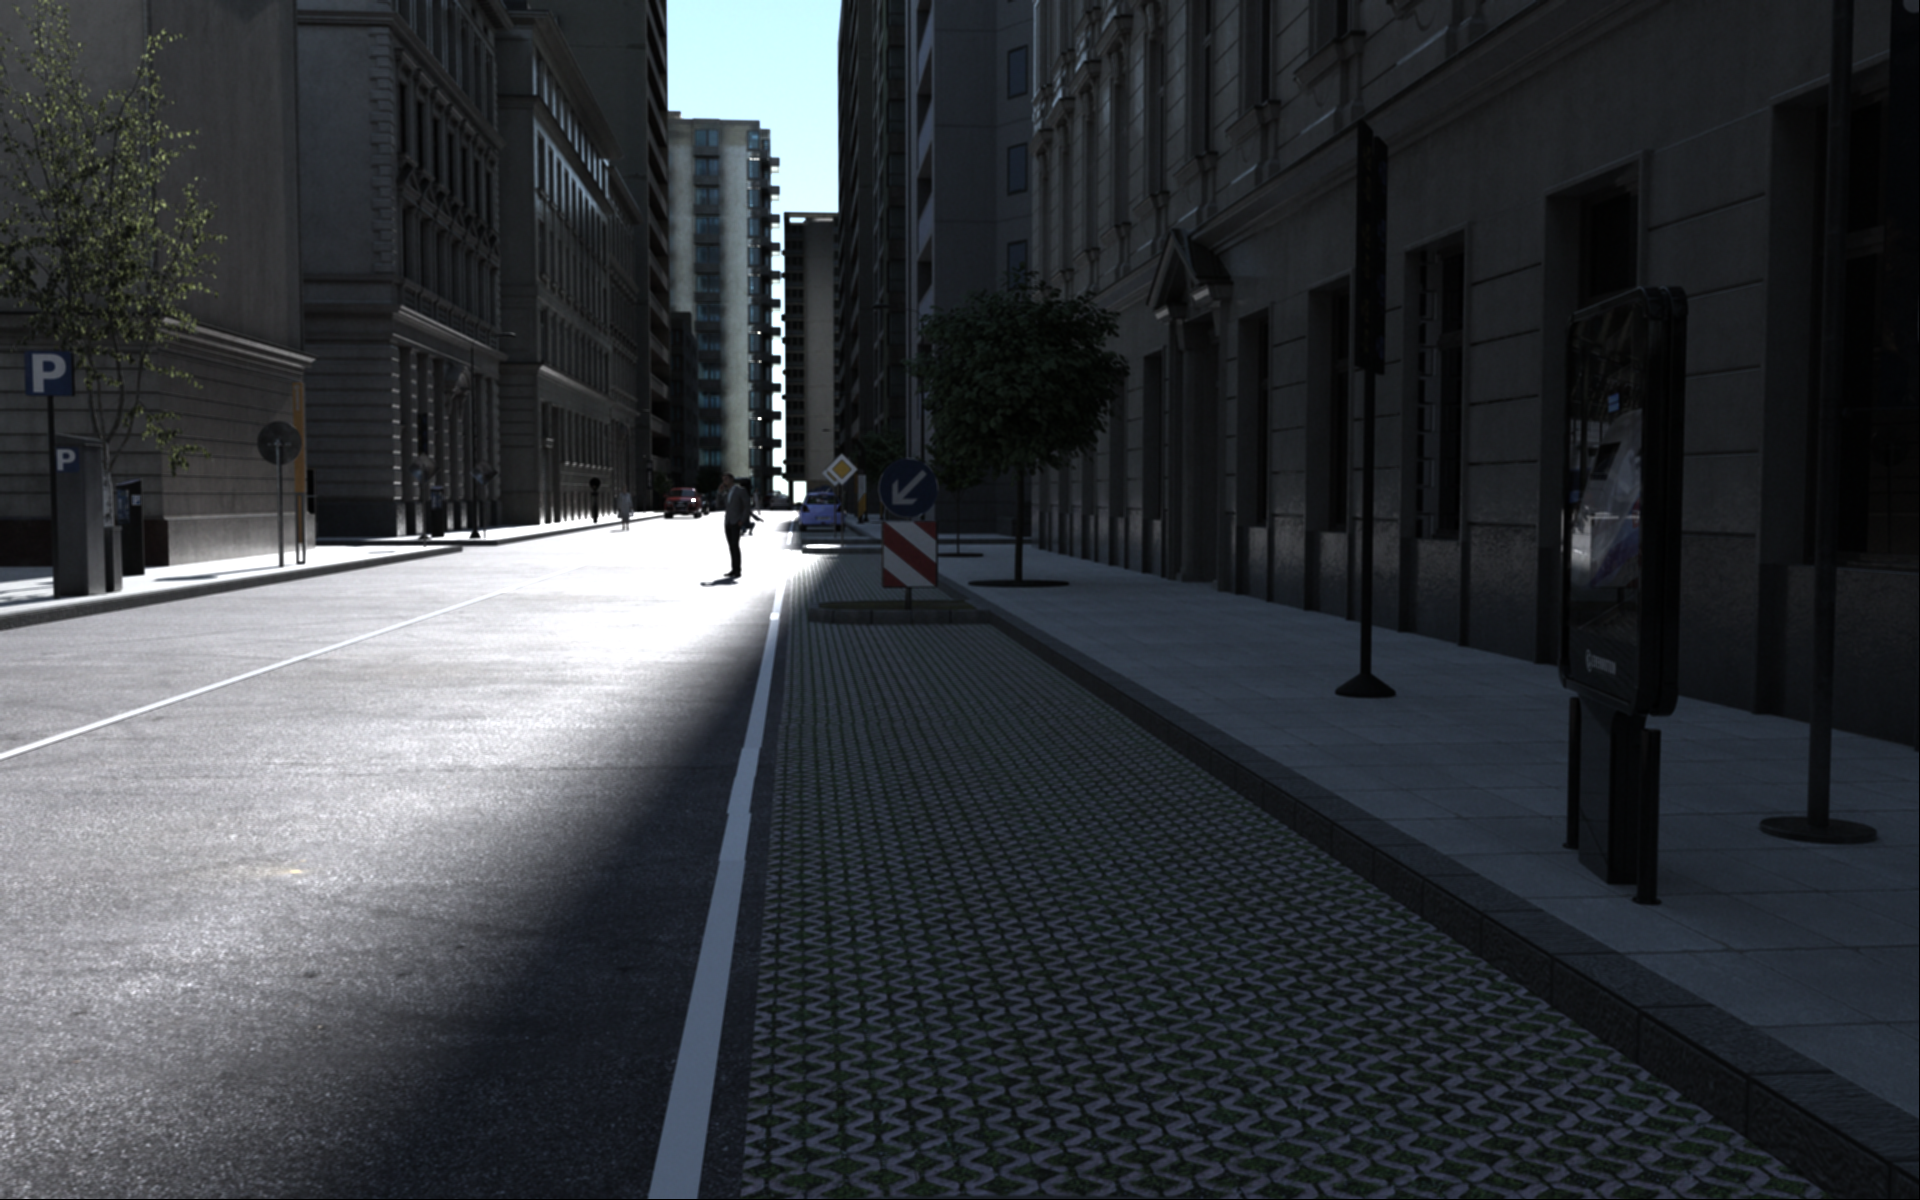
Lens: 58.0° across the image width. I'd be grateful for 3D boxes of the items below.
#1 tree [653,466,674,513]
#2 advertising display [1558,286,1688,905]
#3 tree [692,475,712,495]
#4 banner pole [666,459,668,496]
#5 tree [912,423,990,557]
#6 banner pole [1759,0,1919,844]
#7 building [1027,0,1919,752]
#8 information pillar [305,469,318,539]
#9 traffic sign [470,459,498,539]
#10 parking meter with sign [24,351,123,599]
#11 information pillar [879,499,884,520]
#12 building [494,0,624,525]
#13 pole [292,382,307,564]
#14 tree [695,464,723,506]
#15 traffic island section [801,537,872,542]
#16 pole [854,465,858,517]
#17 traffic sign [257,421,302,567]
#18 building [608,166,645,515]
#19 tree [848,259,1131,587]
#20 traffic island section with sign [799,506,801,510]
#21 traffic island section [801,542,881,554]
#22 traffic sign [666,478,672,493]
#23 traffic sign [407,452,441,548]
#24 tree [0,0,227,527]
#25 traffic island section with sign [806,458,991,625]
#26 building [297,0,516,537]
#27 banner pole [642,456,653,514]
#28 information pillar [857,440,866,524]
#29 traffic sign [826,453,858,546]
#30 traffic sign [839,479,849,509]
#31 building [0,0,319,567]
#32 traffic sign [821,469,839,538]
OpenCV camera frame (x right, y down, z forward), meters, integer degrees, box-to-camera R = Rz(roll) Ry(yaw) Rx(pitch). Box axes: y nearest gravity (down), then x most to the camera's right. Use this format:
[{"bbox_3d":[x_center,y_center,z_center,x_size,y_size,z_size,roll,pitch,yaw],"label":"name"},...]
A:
[{"bbox_3d":[-20.355,-7.580,118.532,1.663,3.219,1.824,0,3,0],"label":"tree"},{"bbox_3d":[2.196,-0.036,5.807,0.123,1.923,0.974,0,4,5],"label":"advertising display"},{"bbox_3d":[-26.725,-11.376,180.592,1.663,3.219,1.824,0,3,0],"label":"tree"},{"bbox_3d":[-20.739,-8.112,122.640,0.401,3.779,0.863,0,4,-5],"label":"banner pole"},{"bbox_3d":[-0.169,-2.506,35.582,1.663,3.219,1.824,0,3,0],"label":"tree"},{"bbox_3d":[3.410,-0.994,6.272,0.863,3.779,0.401,3,5,42],"label":"banner pole"},{"bbox_3d":[11.561,-14.905,20.108,17.030,29.872,44.131,0,4,-5],"label":"building"},{"bbox_3d":[-18.725,-2.781,49.969,0.304,2.012,0.304,-1,4,-12],"label":"information pillar"},{"bbox_3d":[-13.587,-2.802,49.460,0.795,2.450,0.064,0,4,-5],"label":"traffic sign"},{"bbox_3d":[-11.181,-1.573,21.979,0.543,3.016,1.738,0,4,-7],"label":"parking meter with sign"},{"bbox_3d":[-3.842,-5.755,85.448,0.183,3.616,0.504,1,4,13],"label":"information pillar"},{"bbox_3d":[-25.907,-15.355,84.338,16.112,22.955,30.059,0,4,-5],"label":"building"},{"bbox_3d":[-12.086,-2.315,31.700,0.158,3.312,0.155,0,3,0],"label":"pole"},{"bbox_3d":[-27.047,-12.465,187.519,4.285,4.588,4.351,0,3,0],"label":"tree"},{"bbox_3d":[-3.611,-1.723,50.447,2.009,0.180,2.903,0,4,-5],"label":"traffic island section"},{"bbox_3d":[-5.835,-6.331,97.357,0.158,3.312,0.155,0,3,0],"label":"pole"},{"bbox_3d":[-11.892,-1.846,30.283,0.768,2.556,0.104,0,4,-1],"label":"traffic sign"},{"bbox_3d":[-26.265,-17.160,109.441,11.050,23.489,19.941,0,4,-5],"label":"building"},{"bbox_3d":[0.762,-2.487,24.375,4.285,4.588,4.351,0,3,0],"label":"tree"},{"bbox_3d":[-5.966,-4.093,75.550,1.989,1.847,2.006,0,4,-5],"label":"traffic island section with sign"},{"bbox_3d":[-2.866,-1.236,42.497,2.009,0.180,2.903,0,4,-5],"label":"traffic island section"},{"bbox_3d":[-20.288,-7.260,119.891,0.795,2.450,0.064,0,4,-5],"label":"traffic sign"},{"bbox_3d":[-12.842,-2.316,41.509,0.795,2.450,0.064,0,4,-5],"label":"traffic sign"},{"bbox_3d":[-12.581,-4.580,25.242,4.360,8.622,3.978,0,3,0],"label":"tree"},{"bbox_3d":[-0.740,-0.685,19.829,1.989,1.847,2.006,0,4,-5],"label":"traffic island section with sign"},{"bbox_3d":[-22.387,-14.111,59.587,11.050,23.489,19.941,0,4,-5],"label":"building"},{"bbox_3d":[-20.523,-7.569,113.767,0.863,3.779,0.401,1,4,17],"label":"banner pole"},{"bbox_3d":[-4.251,-5.108,74.871,0.183,3.616,0.504,-3,5,-40],"label":"information pillar"},{"bbox_3d":[-2.889,-2.372,42.418,0.795,2.450,0.064,0,4,-5],"label":"traffic sign"},{"bbox_3d":[-7.281,-6.578,107.660,0.768,2.556,0.104,0,4,3],"label":"traffic sign"},{"bbox_3d":[-23.523,-10.361,34.030,19.286,19.102,10.561,0,4,-5],"label":"building"},{"bbox_3d":[-3.634,-2.858,50.368,0.795,2.450,0.064,0,4,-5],"label":"traffic sign"}]
